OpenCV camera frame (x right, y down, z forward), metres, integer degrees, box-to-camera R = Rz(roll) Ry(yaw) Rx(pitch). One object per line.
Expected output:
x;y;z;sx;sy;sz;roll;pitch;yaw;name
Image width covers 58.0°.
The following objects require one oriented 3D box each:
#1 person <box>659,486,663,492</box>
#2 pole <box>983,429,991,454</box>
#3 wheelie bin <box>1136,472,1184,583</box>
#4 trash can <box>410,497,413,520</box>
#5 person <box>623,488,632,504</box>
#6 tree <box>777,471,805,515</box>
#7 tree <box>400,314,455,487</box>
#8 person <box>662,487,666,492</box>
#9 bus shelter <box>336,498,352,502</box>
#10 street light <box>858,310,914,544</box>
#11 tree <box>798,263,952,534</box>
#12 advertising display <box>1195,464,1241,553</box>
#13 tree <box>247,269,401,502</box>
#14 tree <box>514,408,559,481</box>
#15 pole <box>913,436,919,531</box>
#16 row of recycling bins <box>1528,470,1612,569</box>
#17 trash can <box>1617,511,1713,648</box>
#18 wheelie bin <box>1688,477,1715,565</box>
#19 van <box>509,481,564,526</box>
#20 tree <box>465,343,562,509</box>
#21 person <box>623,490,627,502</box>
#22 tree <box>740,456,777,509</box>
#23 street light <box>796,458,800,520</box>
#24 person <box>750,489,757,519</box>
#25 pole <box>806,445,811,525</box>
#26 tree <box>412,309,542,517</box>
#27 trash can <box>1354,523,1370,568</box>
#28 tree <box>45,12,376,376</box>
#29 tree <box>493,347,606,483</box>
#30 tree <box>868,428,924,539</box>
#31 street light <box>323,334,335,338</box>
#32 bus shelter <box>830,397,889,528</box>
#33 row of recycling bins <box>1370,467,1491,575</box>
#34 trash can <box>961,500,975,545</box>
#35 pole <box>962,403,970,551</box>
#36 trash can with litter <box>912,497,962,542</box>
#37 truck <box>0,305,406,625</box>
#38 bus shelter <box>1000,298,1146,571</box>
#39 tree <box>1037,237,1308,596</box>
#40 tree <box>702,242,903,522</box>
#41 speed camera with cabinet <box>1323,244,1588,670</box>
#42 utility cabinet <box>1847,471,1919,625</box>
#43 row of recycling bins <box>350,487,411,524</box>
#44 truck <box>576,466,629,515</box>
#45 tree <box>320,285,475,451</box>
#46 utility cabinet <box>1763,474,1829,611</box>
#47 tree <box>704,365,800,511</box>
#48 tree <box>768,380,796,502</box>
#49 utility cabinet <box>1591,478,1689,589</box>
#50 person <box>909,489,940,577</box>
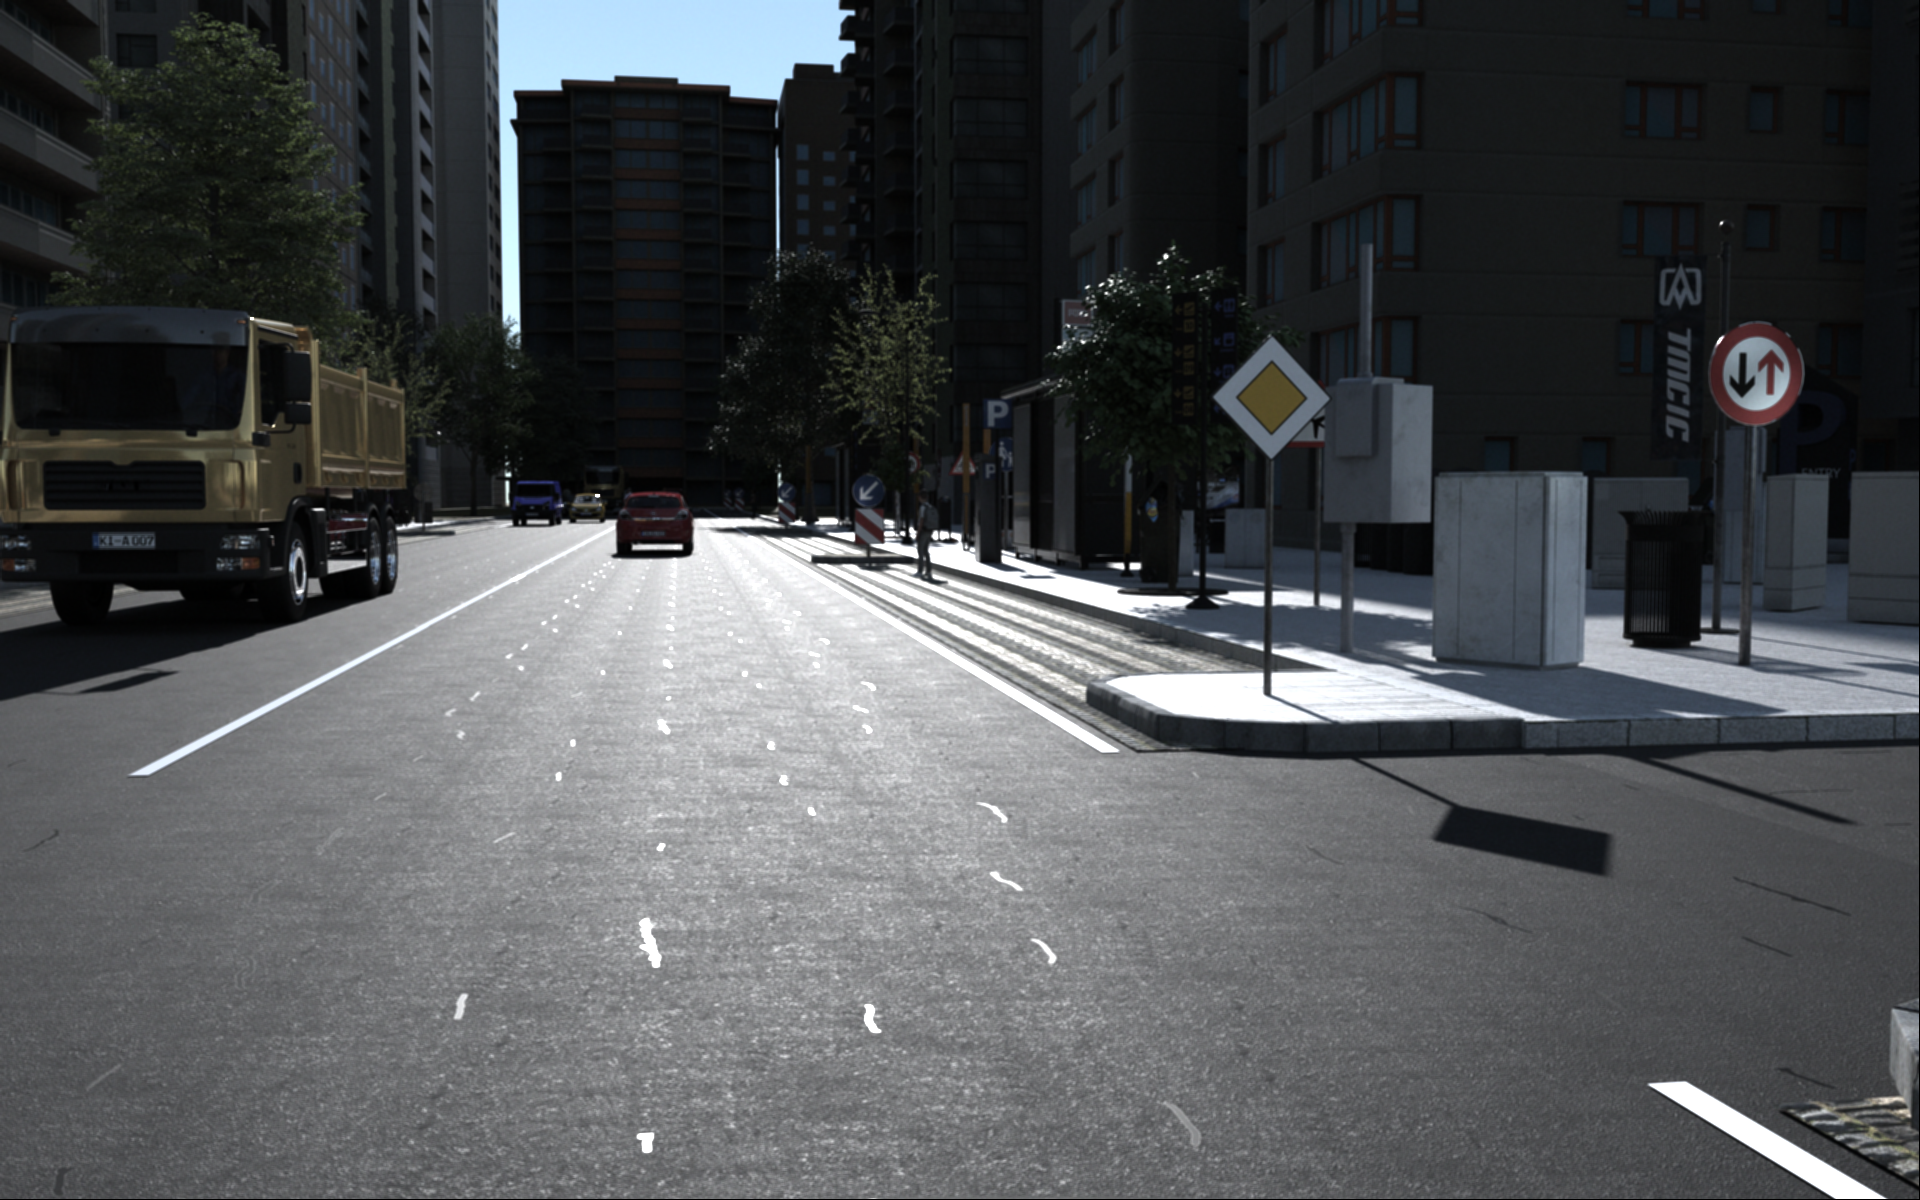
-15.975;-5.174;92.721;1.348;1.869;0.705;-1;4;-11;person
0.617;-2.809;39.776;0.158;3.312;0.155;0;3;0;pole
2.923;-1.060;25.244;0.693;1.594;0.980;0;4;4;wheelie bin
-25.821;-4.218;80.619;0.748;1.137;0.748;0;3;0;trash can
-16.228;-4.642;85.334;0.756;1.711;0.436;-1;4;-17;person
-10.484;-6.982;108.765;1.663;3.219;1.824;0;3;0;tree
-22.910;-7.317;69.988;4.360;8.622;3.978;0;3;0;tree
-15.638;-5.083;91.585;0.705;1.826;1.348;1;4;9;person
-23.271;-4.400;63.222;1.731;3.624;6.357;-1;4;-9;bus shelter
-1.878;-4.368;43.958;1.470;5.913;1.316;-1;4;-9;street light
-2.103;-6.376;54.618;4.360;8.622;3.978;0;3;0;tree
5.580;-1.973;37.469;0.974;1.923;0.123;0;4;7;advertising display
-20.675;-6.373;54.555;4.360;8.622;3.978;0;3;0;tree
-35.464;-11.797;143.245;4.360;8.622;3.978;0;3;0;tree
-1.523;-4.067;60.338;0.158;3.312;0.155;0;3;0;pole
9.655;-1.421;30.339;3.534;1.692;1.069;2;4;25;row of recycling bins
5.923;-0.180;14.590;0.748;1.137;0.748;0;3;0;trash can
13.751;-1.452;31.641;0.693;1.594;0.980;0;4;-1;wheelie bin
-19.547;-4.633;80.135;2.240;2.365;5.245;-1;4;-8;van
-33.949;-12.946;129.790;7.486;12.596;7.792;0;3;0;tree
-26.931;-8.002;140.065;0.721;1.736;1.217;0;4;8;person
-16.833;-9.852;144.789;4.285;4.588;4.351;0;3;0;tree
-8.588;-6.902;85.384;1.470;5.913;1.316;-1;4;-9;street light
-12.171;-5.646;101.529;0.721;1.735;1.217;-1;4;-12;person
-6.353;-4.813;72.540;0.158;3.312;0.155;0;3;0;pole
-27.311;-10.490;97.259;9.928;11.665;9.643;0;3;0;tree
7.131;-1.148;30.420;0.748;1.137;0.748;0;3;0;trash can
-17.584;-7.538;41.381;7.486;12.596;7.792;0;3;0;tree
-36.069;-14.959;151.233;9.857;13.997;8.962;0;3;0;tree
-1.787;-3.411;50.365;1.663;3.219;1.824;0;3;0;tree
-18.795;-4.750;50.201;1.470;5.913;1.316;-1;4;-9;street light
-3.983;-5.600;69.189;2.179;5.291;8.768;-1;4;-9;bus shelter
7.557;-1.283;28.084;1.069;1.692;3.534;0;4;-7;row of recycling bins
0.388;-1.952;43.576;0.748;1.137;0.748;0;3;0;trash can
0.140;-2.762;38.998;0.158;3.312;0.155;0;3;0;pole
-0.561;-2.179;46.677;1.678;1.210;2.233;-3;4;-36;trash can with litter
-8.917;-1.547;21.221;3.469;3.379;9.791;-1;4;-8;truck
2.122;-3.398;33.181;2.179;5.291;8.768;-1;4;-9;bus shelter
2.723;-2.367;22.415;4.285;4.588;4.351;0;3;0;tree
-7.015;-9.921;79.221;9.611;12.733;9.660;0;3;0;tree
3.802;-1.166;13.406;0.660;3.252;2.038;-3;5;-39;speed camera with cabinet
9.338;-0.502;16.894;0.318;1.500;1.173;-2;4;-35;utility cabinet
-25.438;-4.109;74.297;3.534;1.692;1.069;-1;4;-23;row of recycling bins
-24.758;-7.622;120.545;3.469;3.379;9.791;-1;4;-10;truck
-25.378;-8.776;77.892;7.601;10.594;8.767;0;4;1;tree
9.276;-0.645;19.229;0.318;1.500;1.173;3;5;43;utility cabinet
-15.512;-12.564;131.178;9.928;11.665;9.643;0;3;0;tree
-10.456;-9.345;103.157;4.360;8.622;3.978;0;3;0;tree
9.126;-0.892;23.267;1.173;1.500;0.318;1;4;17;utility cabinet
-0.626;-1.149;29.881;0.523;1.515;0.503;0;4;-7;person
